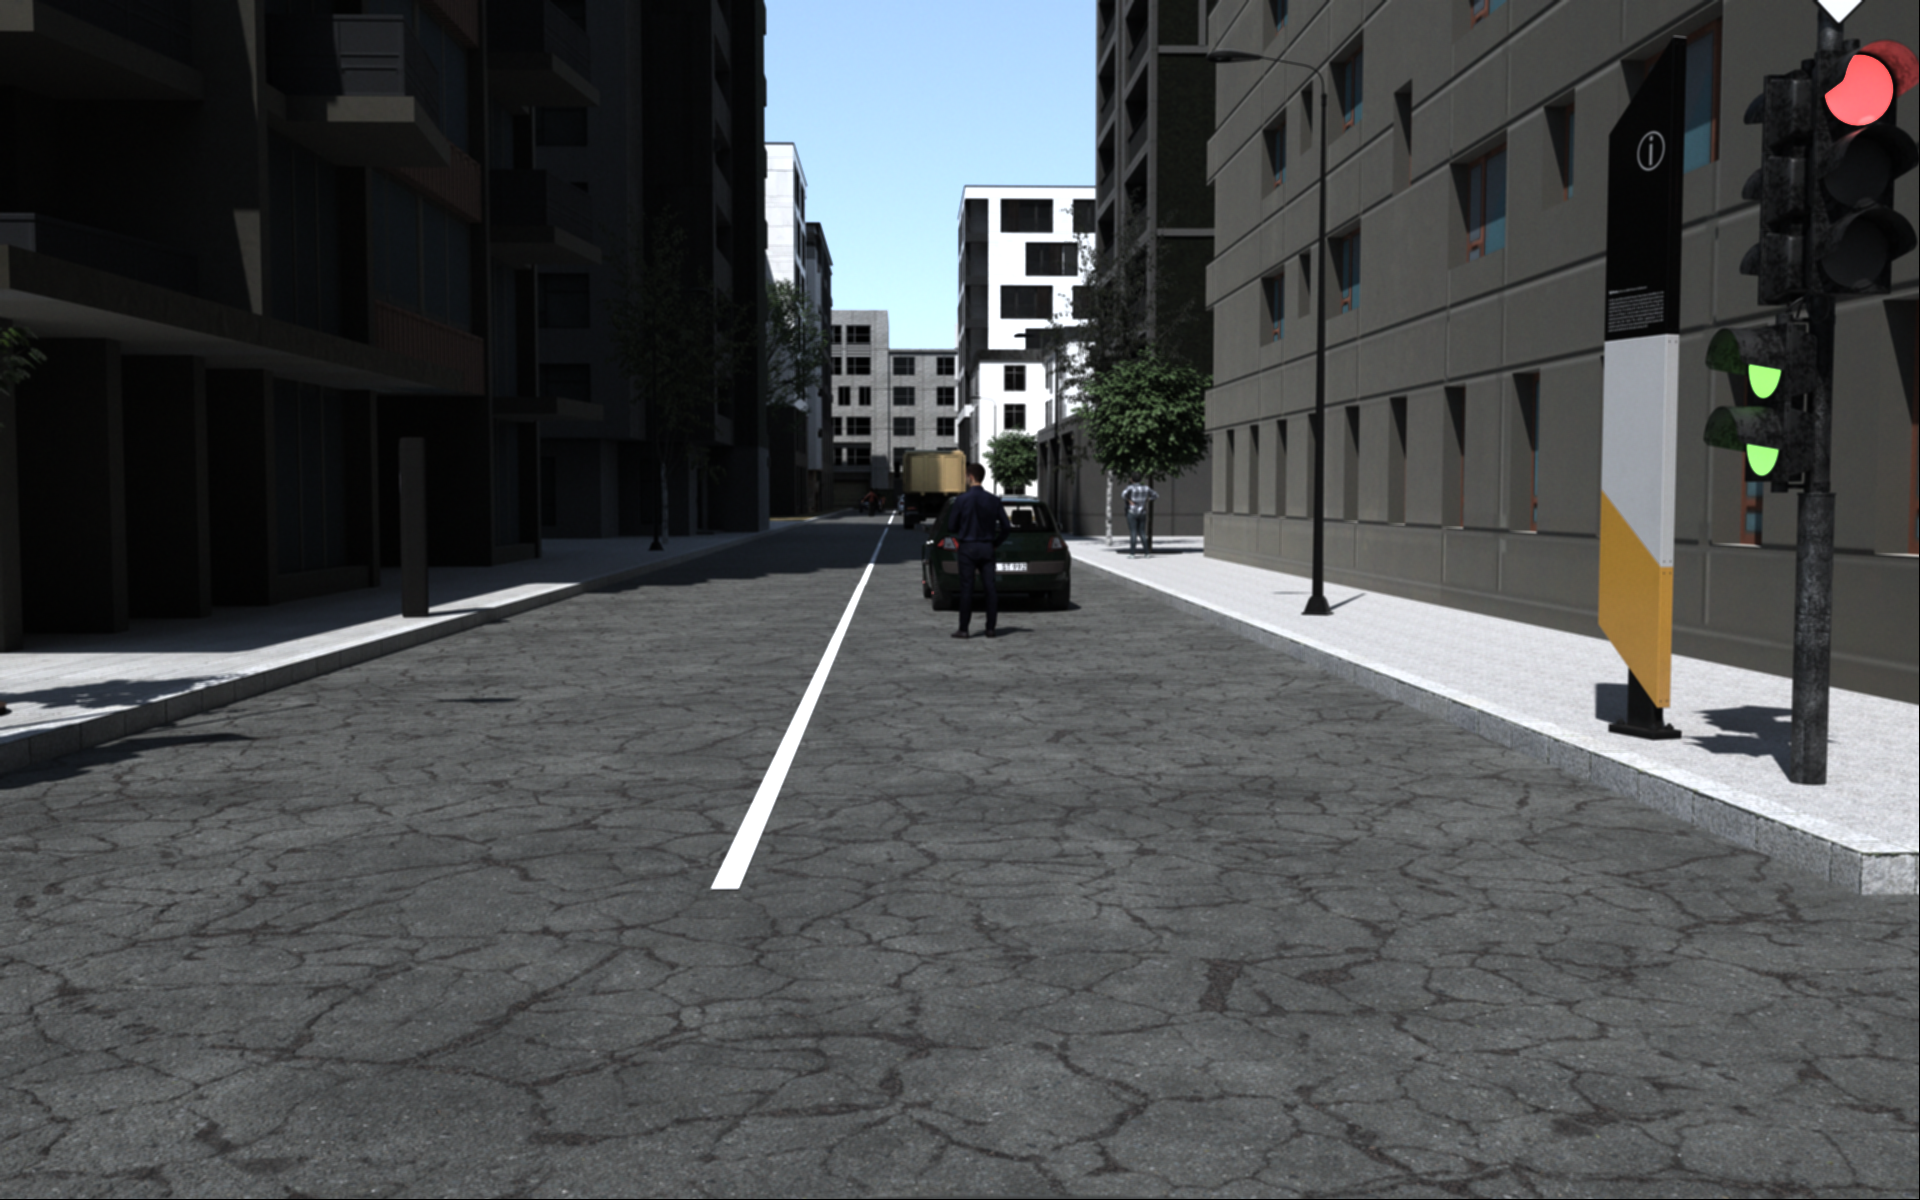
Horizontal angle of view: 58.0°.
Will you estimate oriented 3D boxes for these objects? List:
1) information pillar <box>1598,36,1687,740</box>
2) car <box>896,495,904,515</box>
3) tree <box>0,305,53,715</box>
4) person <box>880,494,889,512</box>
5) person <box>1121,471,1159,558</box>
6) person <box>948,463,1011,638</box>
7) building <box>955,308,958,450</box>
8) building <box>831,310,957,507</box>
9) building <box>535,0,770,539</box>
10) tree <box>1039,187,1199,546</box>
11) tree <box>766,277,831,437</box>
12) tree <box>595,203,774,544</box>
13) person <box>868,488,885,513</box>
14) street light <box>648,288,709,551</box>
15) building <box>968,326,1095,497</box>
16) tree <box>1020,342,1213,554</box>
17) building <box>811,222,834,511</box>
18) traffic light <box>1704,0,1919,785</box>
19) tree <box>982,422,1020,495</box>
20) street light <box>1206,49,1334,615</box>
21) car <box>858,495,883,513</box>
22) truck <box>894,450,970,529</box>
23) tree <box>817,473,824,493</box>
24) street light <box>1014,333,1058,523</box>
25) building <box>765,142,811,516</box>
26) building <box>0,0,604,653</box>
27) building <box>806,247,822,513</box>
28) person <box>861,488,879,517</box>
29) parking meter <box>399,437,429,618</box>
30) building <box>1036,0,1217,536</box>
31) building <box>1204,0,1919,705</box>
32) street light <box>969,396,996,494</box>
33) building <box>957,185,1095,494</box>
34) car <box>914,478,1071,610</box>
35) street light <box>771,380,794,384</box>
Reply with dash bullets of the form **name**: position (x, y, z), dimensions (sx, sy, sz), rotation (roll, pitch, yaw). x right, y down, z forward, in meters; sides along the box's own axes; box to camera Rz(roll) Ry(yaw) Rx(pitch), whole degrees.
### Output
- **information pillar**: position (3.612, -1.090, 9.177), dimensions (0.183, 3.616, 0.504), rotation (-1, 4, -19)
- **car**: position (-3.335, -6.463, 117.665), dimensions (2.014, 1.417, 4.499), rotation (0, 4, -2)
- **tree**: position (-6.188, -0.929, 9.791), dimensions (1.663, 3.219, 1.824), rotation (0, 3, 0)
- **person**: position (-6.203, -7.837, 139.896), dimensions (1.065, 1.426, 0.557), rotation (3, 4, 38)
- **person**: position (3.543, -1.702, 34.590), dimensions (0.841, 1.734, 0.376), rotation (-1, 4, -19)
- **person**: position (0.157, -0.498, 17.348), dimensions (0.576, 1.737, 0.504), rotation (-2, 4, -28)
- **building**: position (7.589, -18.165, 153.411), dimensions (16.016, 20.091, 11.380), rotation (0, 4, -2)
- **building**: position (-15.597, -18.842, 174.518), dimensions (31.486, 18.905, 16.747), rotation (0, 4, -2)
- **building**: position (-13.700, -17.318, 54.843), dimensions (14.160, 30.474, 14.107), rotation (0, 4, -2)
- **tree**: position (3.726, -5.635, 42.498), dimensions (4.360, 8.622, 3.978), rotation (0, 3, 0)
- **tree**: position (-9.348, -9.284, 77.550), dimensions (9.928, 11.665, 9.643), rotation (0, 3, 0)
- **tree**: position (-7.401, -5.728, 44.014), dimensions (4.737, 8.622, 4.395), rotation (0, 3, 0)
- **person**: position (-6.298, -7.490, 130.598), dimensions (1.348, 1.869, 0.705), rotation (0, 4, -3)
- **street light**: position (-6.372, -4.079, 39.232), dimensions (1.470, 5.913, 1.316), rotation (0, 4, -2)
- **building**: position (5.532, -9.698, 100.709), dimensions (9.099, 9.664, 28.070), rotation (0, 4, -2)
- **tree**: position (4.039, -3.286, 37.445), dimensions (4.285, 4.588, 4.351), rotation (0, 3, 0)
- **building**: position (-27.247, -18.338, 143.793), dimensions (32.646, 21.610, 27.936), rotation (0, 4, -2)
- **traffic light**: position (3.754, -1.142, 7.590), dimensions (0.839, 4.253, 0.868), rotation (0, 4, -2)
- **tree**: position (2.593, -5.860, 79.521), dimensions (4.285, 4.588, 4.351), rotation (0, 3, 0)
- **street light**: position (3.272, -2.798, 18.281), dimensions (1.470, 5.913, 1.316), rotation (0, 4, -2)
- **car**: position (-6.963, -7.457, 134.504), dimensions (1.945, 1.354, 3.894), rotation (0, 4, -4)
- **truck**: position (-1.161, -4.831, 74.907), dimensions (3.469, 3.379, 9.791), rotation (0, 4, -1)
- **tree**: position (-10.720, -8.259, 129.636), dimensions (1.663, 3.219, 1.824), rotation (0, 3, 0)
- **street light**: position (2.253, -4.751, 50.221), dimensions (1.470, 5.913, 1.316), rotation (0, 4, -2)
- **building**: position (-23.498, -15.558, 98.341), dimensions (27.936, 21.610, 32.646), rotation (0, 4, -2)
- **building**: position (-17.745, -22.642, 24.824), dimensions (22.147, 44.769, 28.867), rotation (0, 4, -2)
- **building**: position (-17.619, -16.161, 120.652), dimensions (16.016, 20.091, 11.380), rotation (0, 4, -2)
- **person**: position (-5.643, -6.201, 109.849), dimensions (1.348, 1.831, 0.705), rotation (-3, 4, -38)
- **parking meter**: position (-5.716, -0.759, 18.119), dimensions (0.255, 1.863, 0.399), rotation (-1, 4, -20)
- **building**: position (13.536, -37.735, 55.219), dimensions (20.563, 71.187, 20.611), rotation (0, 4, -2)
- **building**: position (19.893, -10.794, 21.526), dimensions (28.899, 21.520, 27.650), rotation (0, 4, -2)
- **street light**: position (1.128, -6.718, 82.376), dimensions (1.470, 5.913, 1.316), rotation (0, 4, -2)
- **building**: position (13.702, -17.591, 131.583), dimensions (27.936, 21.610, 32.646), rotation (0, 4, -2)
- **car**: position (0.414, -0.793, 22.751), dimensions (2.009, 1.686, 4.222), rotation (0, 4, -3)
- **street light**: position (-7.460, -6.010, 70.810), dimensions (1.470, 5.913, 1.316), rotation (0, 4, -2)
